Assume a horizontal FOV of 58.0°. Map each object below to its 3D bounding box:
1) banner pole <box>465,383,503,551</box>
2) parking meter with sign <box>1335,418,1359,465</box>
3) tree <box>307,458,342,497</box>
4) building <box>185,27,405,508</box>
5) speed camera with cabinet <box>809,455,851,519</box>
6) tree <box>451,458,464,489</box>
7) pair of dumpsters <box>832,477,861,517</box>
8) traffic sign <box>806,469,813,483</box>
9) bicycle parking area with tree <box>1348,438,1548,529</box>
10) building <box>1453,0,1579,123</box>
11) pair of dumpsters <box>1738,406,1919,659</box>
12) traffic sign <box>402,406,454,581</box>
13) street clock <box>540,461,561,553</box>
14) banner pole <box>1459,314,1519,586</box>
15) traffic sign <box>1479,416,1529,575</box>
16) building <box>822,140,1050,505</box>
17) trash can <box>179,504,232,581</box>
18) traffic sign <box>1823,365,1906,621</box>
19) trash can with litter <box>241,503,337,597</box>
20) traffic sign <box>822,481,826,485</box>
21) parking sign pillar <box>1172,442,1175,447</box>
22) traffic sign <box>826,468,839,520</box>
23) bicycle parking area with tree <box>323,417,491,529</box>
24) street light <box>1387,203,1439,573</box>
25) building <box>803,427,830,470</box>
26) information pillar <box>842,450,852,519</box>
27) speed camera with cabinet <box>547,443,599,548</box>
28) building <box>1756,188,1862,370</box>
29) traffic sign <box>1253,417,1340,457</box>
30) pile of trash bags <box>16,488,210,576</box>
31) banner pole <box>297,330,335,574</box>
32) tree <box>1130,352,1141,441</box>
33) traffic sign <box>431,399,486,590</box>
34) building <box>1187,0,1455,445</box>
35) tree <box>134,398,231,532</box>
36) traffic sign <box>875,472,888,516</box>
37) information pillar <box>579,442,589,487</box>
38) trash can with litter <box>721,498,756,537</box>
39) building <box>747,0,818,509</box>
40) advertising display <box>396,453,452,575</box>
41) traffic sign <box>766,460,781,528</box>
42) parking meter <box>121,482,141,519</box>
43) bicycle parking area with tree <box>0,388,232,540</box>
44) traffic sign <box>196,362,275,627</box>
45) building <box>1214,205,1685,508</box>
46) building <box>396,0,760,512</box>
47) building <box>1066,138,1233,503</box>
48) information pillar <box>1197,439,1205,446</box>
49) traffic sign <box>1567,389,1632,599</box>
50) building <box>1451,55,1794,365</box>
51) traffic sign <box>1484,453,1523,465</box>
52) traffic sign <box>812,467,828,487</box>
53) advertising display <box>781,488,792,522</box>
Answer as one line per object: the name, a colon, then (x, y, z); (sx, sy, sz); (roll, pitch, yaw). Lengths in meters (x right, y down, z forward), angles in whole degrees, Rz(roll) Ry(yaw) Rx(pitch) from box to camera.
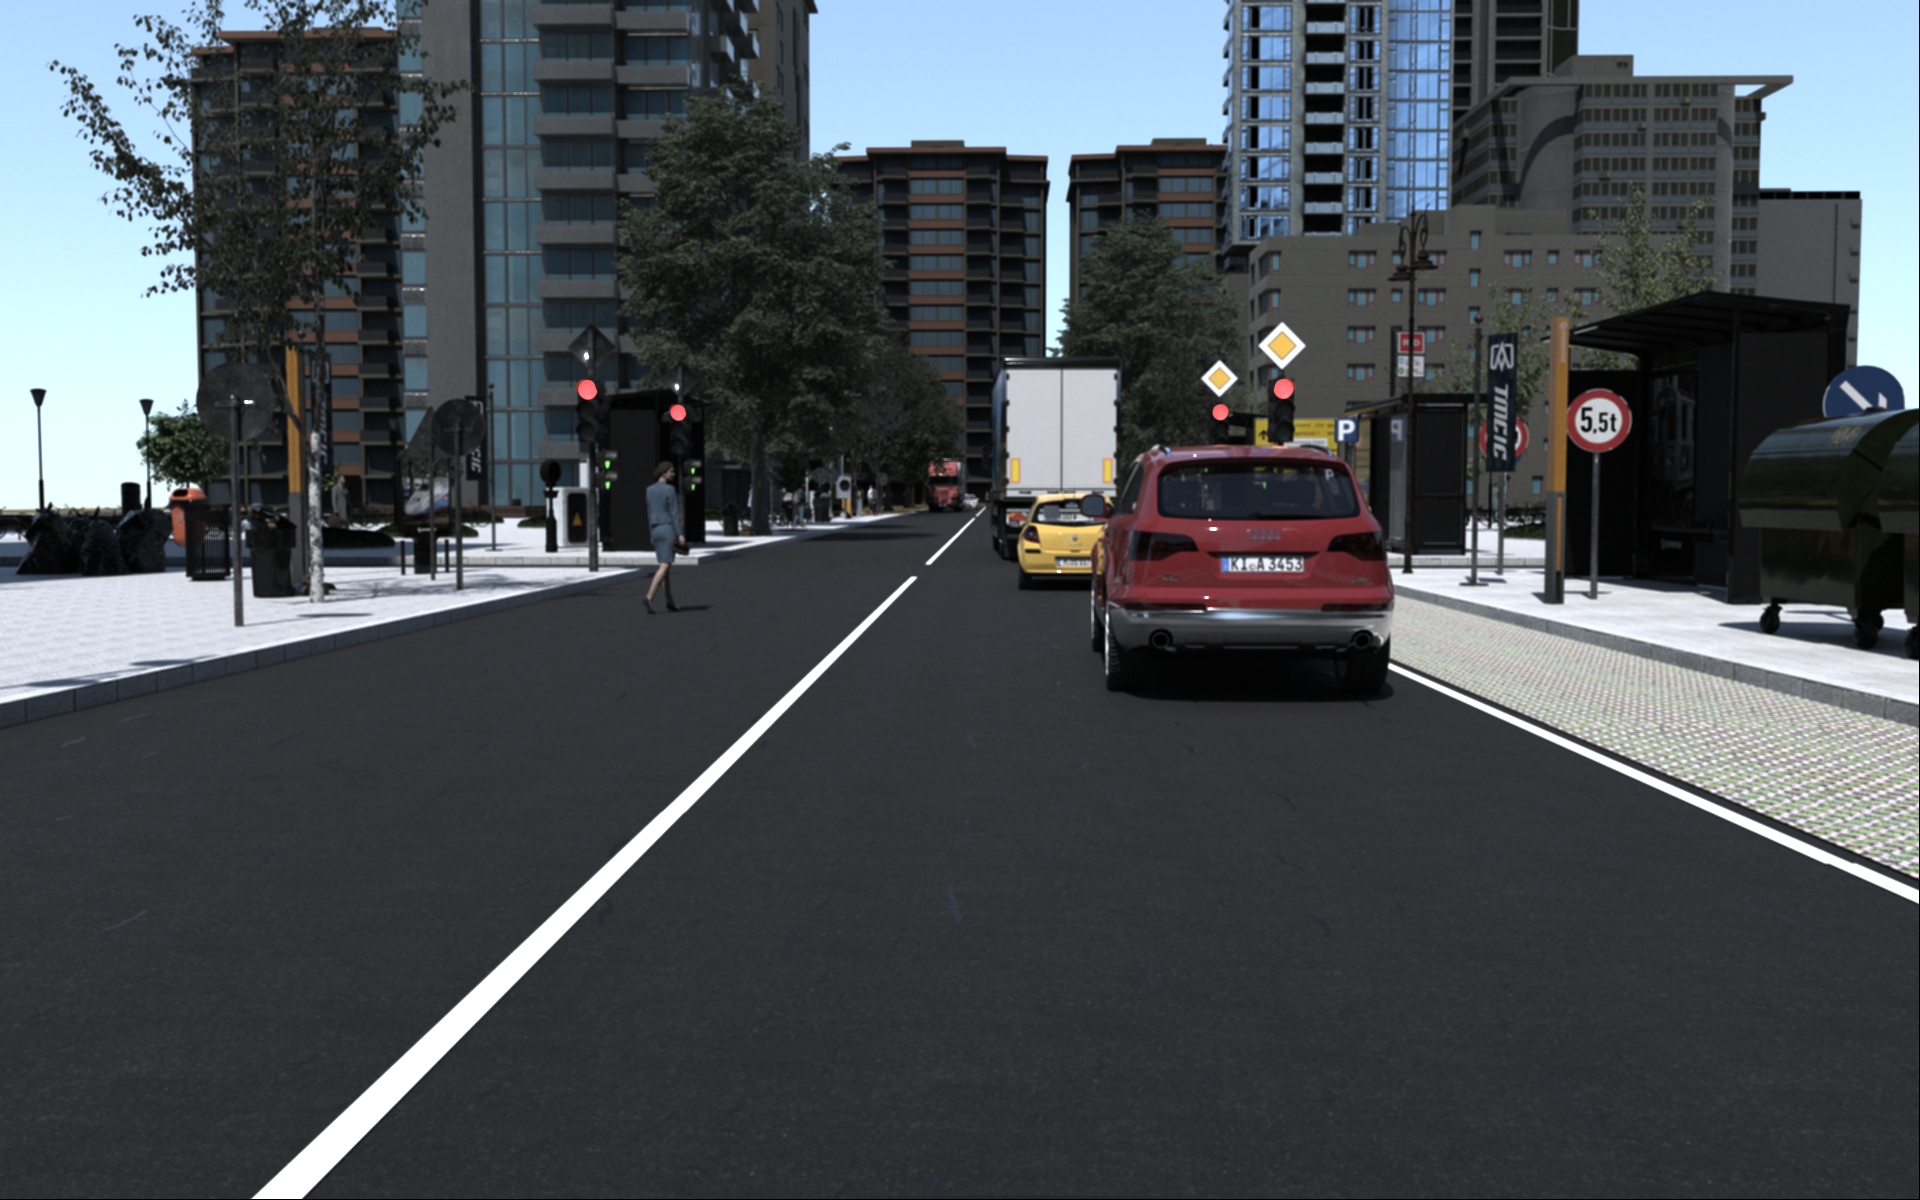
banner pole: (-10.736, -2.994, 38.970); (0.863, 3.779, 0.401); (-3, 4, -39)
parking meter with sign: (8.480, -2.633, 39.308); (0.543, 3.016, 1.738); (2, 4, 32)
tree: (-21.399, -3.847, 57.499); (1.663, 3.219, 1.824); (0, 3, 0)
building: (-56.496, -31.253, 165.609); (28.867, 44.769, 22.147); (0, 4, 1)
speed camera with cabinet: (-6.576, -5.715, 87.778); (2.038, 3.252, 0.660); (-1, 4, -18)
tree: (-33.085, -7.740, 110.257); (4.285, 4.588, 4.351); (0, 3, 0)
pair of dumpsters: (-6.635, -5.948, 99.746); (1.574, 2.255, 4.437); (0, 4, 1)
traffic sign: (-7.430, -5.155, 84.015); (0.795, 2.593, 0.064); (1, 4, 9)
bicycle parking area with tree: (20.469, -4.874, 66.690); (9.016, 4.147, 8.231); (2, 4, 34)
building: (65.056, -47.446, 214.001); (20.611, 71.187, 20.563); (0, 4, 1)
pair of dumpsters: (7.930, -0.693, 13.818); (1.574, 2.255, 4.437); (0, 4, 1)
traffic sign: (-7.825, -1.569, 25.650); (0.884, 2.594, 0.081); (0, 4, 4)
street clock: (-8.986, -2.048, 38.054); (0.358, 2.002, 0.471); (1, 4, 23)
banner pole: (7.356, -2.079, 24.015); (0.401, 3.779, 0.863); (-3, 4, -38)
traffic sign: (8.564, -1.668, 27.375); (0.768, 2.556, 0.104); (1, 4, 8)
building: (-3.389, -34.411, 217.249); (28.867, 44.769, 22.147); (0, 4, 1)
trash can: (-11.157, -0.858, 25.679); (0.748, 1.137, 0.748); (0, 3, 0)
traffic sign: (8.957, -1.048, 17.245); (0.768, 2.556, 0.104); (1, 4, 9)
trash can with litter: (-8.453, -0.635, 21.762); (0.624, 1.170, 1.055); (3, 5, 40)
traffic sign: (-8.115, -6.151, 100.682); (0.768, 2.556, 0.104); (0, 4, 3)
parking sign pillar: (10.421, -6.135, 88.787); (1.447, 3.967, 1.447); (-1, 4, -15)
traffic sign: (-6.352, -5.216, 85.382); (0.768, 2.556, 0.104); (0, 4, 3)
bicycle parking area with tree: (-23.288, -4.839, 66.112); (8.231, 4.147, 9.016); (3, 5, 42)
street light: (7.256, -3.370, 27.896); (0.468, 5.910, 1.993); (0, 4, 1)
building: (-32.237, -22.924, 219.844); (28.899, 21.520, 27.650); (0, 4, 1)
information pillar: (-5.898, -6.043, 90.150); (0.504, 3.616, 0.183); (-2, 4, -30)
speed camera with cabinet: (-9.058, -2.904, 41.820); (0.660, 3.252, 2.038); (2, 4, 31)
building: (76.494, -24.205, 167.447); (14.107, 30.474, 14.160); (0, 4, 1)
traffic sign: (8.942, -3.196, 46.133); (2.265, 3.308, 0.079); (0, 4, 5)
pile of trash bags: (-13.475, -1.113, 27.954); (3.447, 1.369, 1.912); (1, 4, 23)
banner pole: (-9.976, -2.249, 26.792); (0.401, 3.779, 0.863); (1, 4, 22)
tree: (9.581, -12.433, 121.406); (7.486, 12.596, 7.792); (0, 3, 0)
traffic sign: (-6.714, -1.411, 23.169); (0.768, 2.556, 0.104); (1, 4, 10)
building: (32.690, -51.748, 158.746); (22.319, 86.520, 31.000); (0, 4, 1)
tree: (-26.471, -4.627, 59.368); (4.285, 4.588, 4.351); (0, 3, 0)
traffic sign: (-4.610, -6.237, 102.085); (0.768, 2.556, 0.104); (0, 4, 2)
information pillar: (-9.858, -3.336, 45.891); (0.504, 3.616, 0.183); (2, 4, 29)
trash can with litter: (-6.694, -2.508, 52.391); (1.055, 1.170, 0.624); (0, 4, 8)
building: (-28.382, -35.034, 162.042); (27.495, 52.752, 28.713); (0, 4, 1)
advertising display: (-8.596, -1.382, 27.808); (0.123, 1.923, 0.974); (3, 4, 36)
traffic sign: (-7.040, -3.953, 64.742); (0.768, 2.556, 0.104); (0, 4, 8)
parking meter: (-17.904, -1.775, 37.428); (0.372, 1.533, 0.369); (0, 3, 0)
bicycle parking area with tree: (-24.969, -3.846, 49.878); (9.016, 4.147, 8.231); (1, 4, 19)
traffic sign: (-6.995, -1.017, 16.729); (0.768, 2.556, 0.104); (0, 4, 2)
building: (34.686, -17.443, 130.236); (27.650, 21.520, 28.899); (0, 4, 1)
building: (-26.825, -31.015, 126.706); (23.786, 49.044, 30.456); (0, 4, 1)
building: (26.226, -34.333, 215.970); (28.867, 44.769, 22.147); (0, 4, 1)
information pillar: (10.083, -4.955, 72.364); (0.504, 3.616, 0.183); (-3, 5, -41)
traffic sign: (7.732, -1.281, 21.053); (0.768, 2.556, 0.104); (1, 4, 8)
building: (57.263, -28.589, 159.313); (23.993, 40.220, 32.217); (0, 4, 1)
traffic sign: (11.001, -2.142, 35.131); (0.768, 2.556, 0.104); (0, 4, 7)
traffic sign: (-6.682, -5.055, 82.754); (0.768, 2.556, 0.104); (0, 4, 6)
advertising display: (-7.748, -4.551, 79.625); (0.974, 1.923, 0.123); (-2, 4, -23)
